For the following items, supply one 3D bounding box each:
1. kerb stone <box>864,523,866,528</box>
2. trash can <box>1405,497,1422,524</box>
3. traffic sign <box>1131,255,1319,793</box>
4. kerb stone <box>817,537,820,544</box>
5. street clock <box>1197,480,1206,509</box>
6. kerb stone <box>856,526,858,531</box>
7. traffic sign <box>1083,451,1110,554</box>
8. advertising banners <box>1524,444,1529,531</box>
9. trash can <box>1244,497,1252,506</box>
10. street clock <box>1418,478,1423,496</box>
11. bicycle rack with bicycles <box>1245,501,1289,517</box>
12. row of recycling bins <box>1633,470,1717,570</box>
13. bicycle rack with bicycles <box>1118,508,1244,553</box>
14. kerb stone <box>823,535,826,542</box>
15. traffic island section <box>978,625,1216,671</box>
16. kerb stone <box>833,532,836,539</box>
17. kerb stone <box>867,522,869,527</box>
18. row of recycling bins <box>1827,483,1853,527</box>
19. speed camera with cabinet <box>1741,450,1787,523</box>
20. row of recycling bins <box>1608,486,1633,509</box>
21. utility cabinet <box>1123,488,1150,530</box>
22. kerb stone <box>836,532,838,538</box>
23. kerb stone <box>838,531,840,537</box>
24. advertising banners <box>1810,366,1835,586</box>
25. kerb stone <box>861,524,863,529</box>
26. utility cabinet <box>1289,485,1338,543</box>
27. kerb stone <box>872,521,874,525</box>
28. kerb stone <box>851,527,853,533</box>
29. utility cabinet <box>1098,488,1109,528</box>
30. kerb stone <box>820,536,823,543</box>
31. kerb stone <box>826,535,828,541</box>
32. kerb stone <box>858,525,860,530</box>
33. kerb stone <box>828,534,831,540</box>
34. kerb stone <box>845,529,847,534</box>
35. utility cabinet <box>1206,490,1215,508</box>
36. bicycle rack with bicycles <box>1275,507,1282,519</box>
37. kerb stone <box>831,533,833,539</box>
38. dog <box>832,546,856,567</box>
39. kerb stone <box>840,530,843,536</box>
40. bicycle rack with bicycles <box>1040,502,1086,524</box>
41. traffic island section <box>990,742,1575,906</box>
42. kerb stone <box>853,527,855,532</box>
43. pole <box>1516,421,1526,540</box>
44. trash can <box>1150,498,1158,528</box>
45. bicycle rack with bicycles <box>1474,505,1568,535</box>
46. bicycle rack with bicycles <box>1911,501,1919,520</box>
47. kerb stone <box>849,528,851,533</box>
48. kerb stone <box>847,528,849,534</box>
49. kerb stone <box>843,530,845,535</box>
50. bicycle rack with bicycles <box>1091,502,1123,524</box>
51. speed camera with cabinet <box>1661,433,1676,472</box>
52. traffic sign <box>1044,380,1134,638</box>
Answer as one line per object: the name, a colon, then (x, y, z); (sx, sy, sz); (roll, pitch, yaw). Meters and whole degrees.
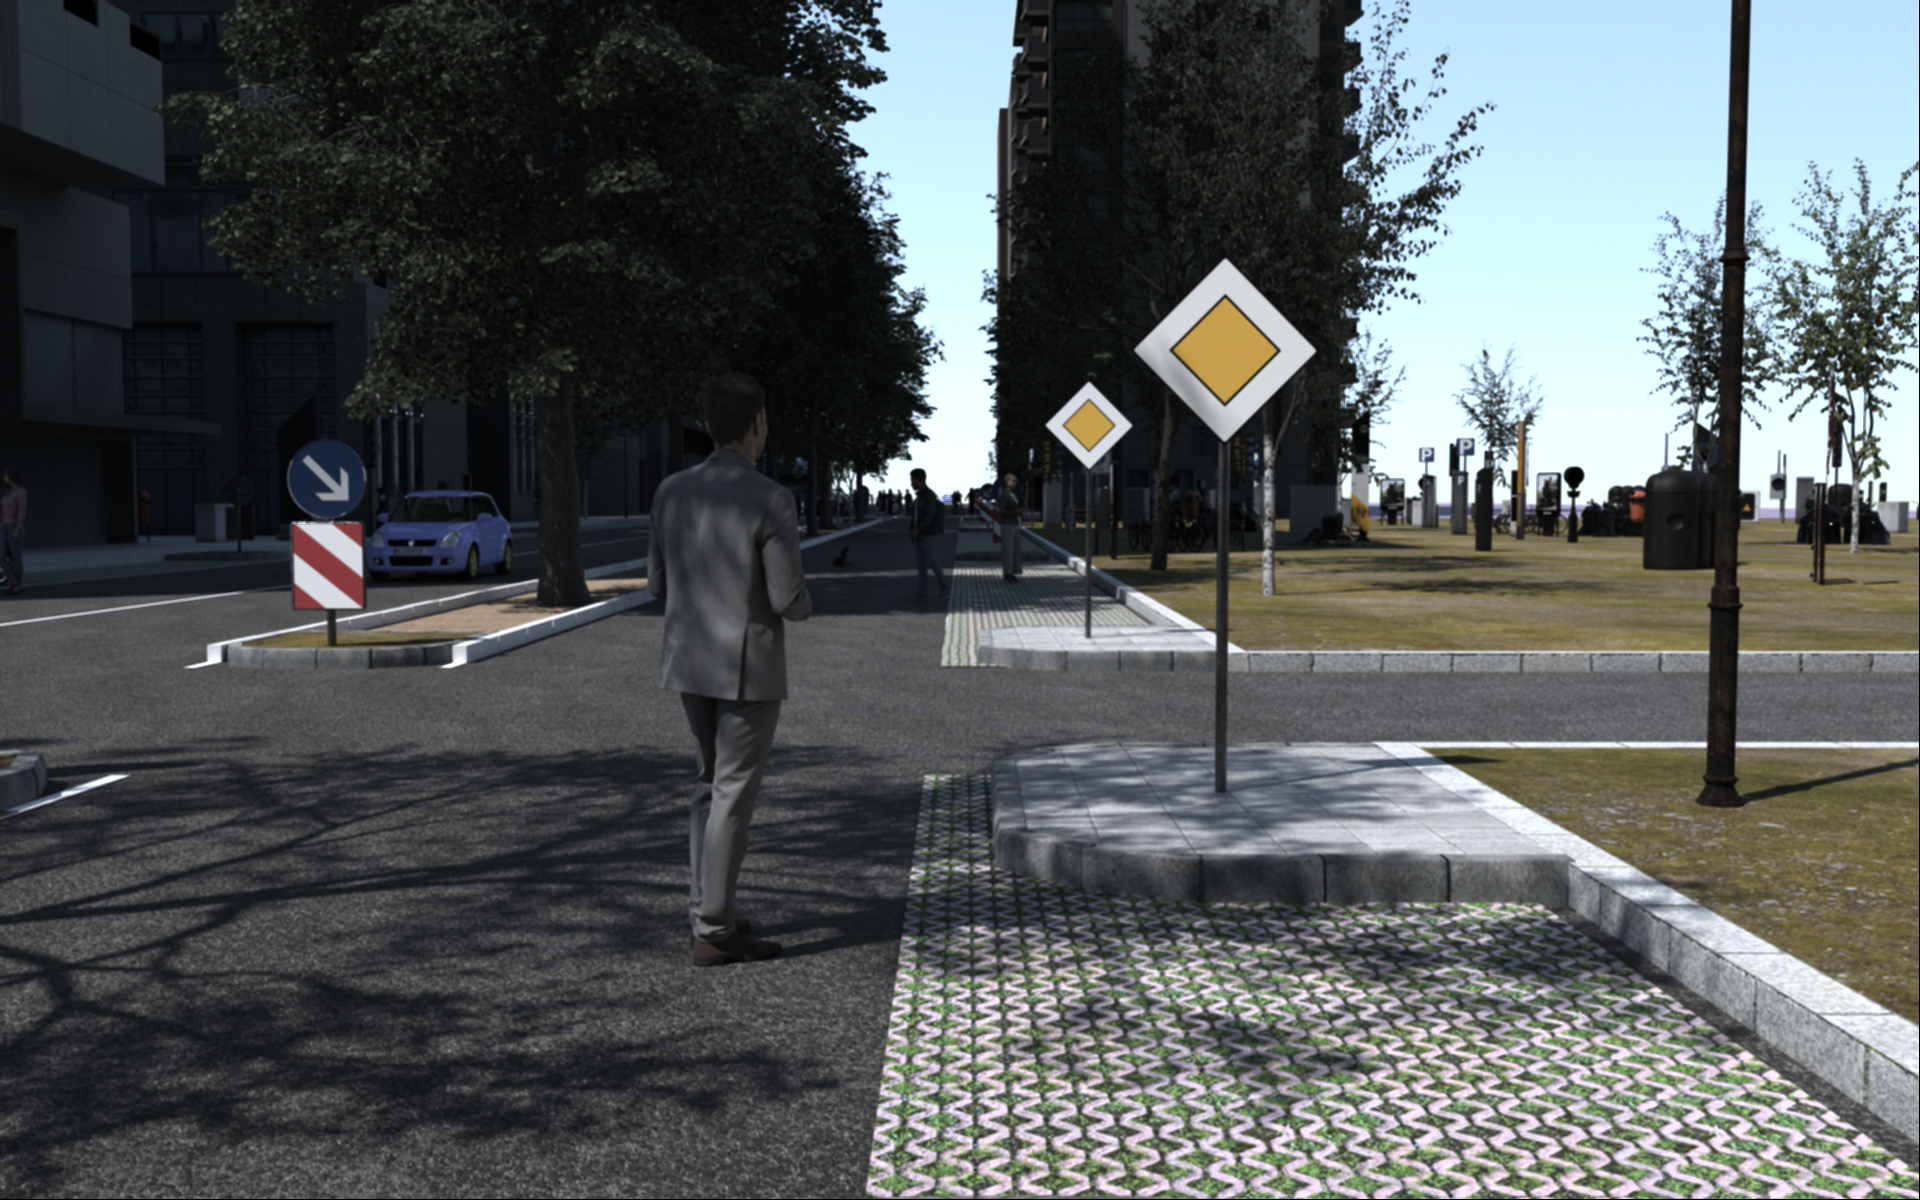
kerb stone: (-4.093, -3.020, 71.578); (0.120, 0.150, 1.000); (0, 4, 0)
trash can: (19.394, -3.814, 74.005); (0.748, 1.137, 0.748); (0, 3, 0)
traffic sign: (1.120, -0.229, 7.395); (0.795, 2.450, 0.064); (0, 4, 0)
kerb stone: (-4.145, -1.639, 48.999); (0.120, 0.150, 1.000); (0, 4, 0)
street clock: (12.196, -5.071, 87.480); (0.358, 2.002, 0.471); (3, 5, 43)
kerb stone: (-4.100, -2.706, 66.441); (0.120, 0.150, 1.000); (0, 4, 0)
traffic sign: (2.898, -2.116, 36.723); (0.606, 2.300, 0.079); (0, 4, 5)
advertising banners: (19.520, -3.898, 59.920); (0.090, 3.025, 2.074); (2, 4, 26)
trash can: (13.616, -4.225, 80.739); (0.748, 1.137, 0.748); (0, 3, 0)
street clock: (20.460, -4.397, 76.461); (0.471, 2.002, 0.358); (1, 4, 14)
bicycle rack with bicycles: (15.507, -4.652, 89.447); (2.925, 0.926, 2.852); (-1, 4, -20)
row of recycling bins: (12.837, -1.435, 30.572); (1.069, 1.692, 3.534); (2, 4, 32)
bicycle rack with bicycles: (5.155, -1.555, 38.807); (2.852, 0.926, 2.925); (0, 4, -5)
kerb stone: (-4.137, -1.760, 51.058); (0.120, 0.150, 1.000); (0, 4, 0)
traffic island section: (1.163, 0.417, 15.457); (2.009, 0.180, 2.903); (0, 4, 0)
kerb stone: (-4.132, -2.012, 55.160); (0.120, 0.150, 1.000); (0, 4, 0)
kerb stone: (-4.081, -3.145, 73.624); (0.120, 0.150, 1.000); (0, 4, 0)
row of recycling bins: (34.853, -3.752, 68.453); (1.069, 1.692, 3.534); (2, 4, 28)
speed camera with cabinet: (35.835, -5.083, 77.446); (2.038, 3.252, 0.660); (2, 4, 25)
row of recycling bins: (32.839, -4.725, 84.359); (1.069, 1.692, 3.534); (-1, 4, -15)
utility cabinet: (6.304, -3.261, 62.002); (0.318, 1.500, 1.173); (-2, 4, -34)
kerb stone: (-4.137, -2.079, 56.181); (0.120, 0.150, 1.000); (0, 4, 0)
kerb stone: (-4.130, -2.139, 57.209); (0.120, 0.150, 1.000); (0, 4, 0)
advertising banners: (12.255, -1.737, 24.595); (0.090, 3.025, 2.074); (1, 4, 22)
kerb stone: (-4.093, -2.895, 69.527); (0.120, 0.150, 1.000); (0, 4, 0)
utility cabinet: (9.044, -2.177, 44.265); (1.173, 1.500, 0.318); (1, 4, 23)
kerb stone: (-4.066, -3.396, 77.728); (0.120, 0.150, 1.000); (0, 4, 0)
kerb stone: (-4.108, -2.518, 63.371); (0.120, 0.150, 1.000); (0, 4, 0)
utility cabinet: (5.484, -3.441, 64.933); (0.318, 1.500, 1.173); (-2, 4, -24)
kerb stone: (-4.144, -1.702, 50.026); (0.120, 0.150, 1.000); (0, 4, 0)
kerb stone: (-4.135, -1.828, 52.085); (0.120, 0.150, 1.000); (0, 4, 0)
kerb stone: (-4.100, -2.769, 67.472); (0.120, 0.150, 1.000); (0, 4, 0)
kerb stone: (-4.138, -1.890, 53.107); (0.120, 0.150, 1.000); (0, 4, 0)
kerb stone: (-4.114, -2.330, 60.292); (0.120, 0.150, 1.000); (0, 4, 0)
utility cabinet: (13.037, -4.878, 88.429); (1.173, 1.500, 0.318); (-3, 5, -39)
bicycle rack with bicycles: (5.913, -1.823, 43.193); (2.925, 0.926, 2.852); (-3, 5, -41)
kerb stone: (-4.133, -1.954, 54.137); (0.120, 0.150, 1.000); (0, 4, 0)
dog: (-2.286, -0.871, 34.434); (0.550, 0.427, 0.748); (0, 4, 6)
kerb stone: (-4.120, -2.204, 58.238); (0.120, 0.150, 1.000); (0, 4, 0)
bicycle rack with bicycles: (5.129, -4.020, 79.108); (2.852, 0.926, 2.925); (2, 4, 29)
traffic island section: (1.143, 0.906, 7.472); (2.009, 0.180, 2.903); (0, 4, 0)
kerb stone: (-4.102, -2.580, 64.393); (0.120, 0.150, 1.000); (0, 4, 0)
pole: (15.737, -3.347, 48.563); (0.158, 3.312, 0.155); (0, 3, 0)
trash can: (7.257, -3.248, 64.755); (0.748, 1.137, 0.748); (0, 3, 0)
bicycle rack with bicycles: (18.002, -2.577, 55.512); (2.925, 0.926, 2.852); (1, 4, 16)
bicycle rack with bicycles: (47.606, -4.332, 84.205); (2.852, 0.926, 2.925); (3, 4, 39)
kerb stone: (-4.107, -2.456, 62.346); (0.120, 0.150, 1.000); (0, 4, 0)
kerb stone: (-4.125, -2.393, 61.319); (0.120, 0.150, 1.000); (0, 4, 0)
kerb stone: (-4.118, -2.259, 59.269); (0.120, 0.150, 1.000); (0, 4, 0)
bicycle rack with bicycles: (7.198, -3.430, 69.462); (2.925, 0.926, 2.852); (-2, 4, -32)
speed camera with cabinet: (22.762, -3.723, 55.208); (0.660, 3.252, 2.038); (1, 4, 17)
traffic sign: (1.140, -0.718, 15.380); (0.795, 2.450, 0.064); (0, 4, 0)
